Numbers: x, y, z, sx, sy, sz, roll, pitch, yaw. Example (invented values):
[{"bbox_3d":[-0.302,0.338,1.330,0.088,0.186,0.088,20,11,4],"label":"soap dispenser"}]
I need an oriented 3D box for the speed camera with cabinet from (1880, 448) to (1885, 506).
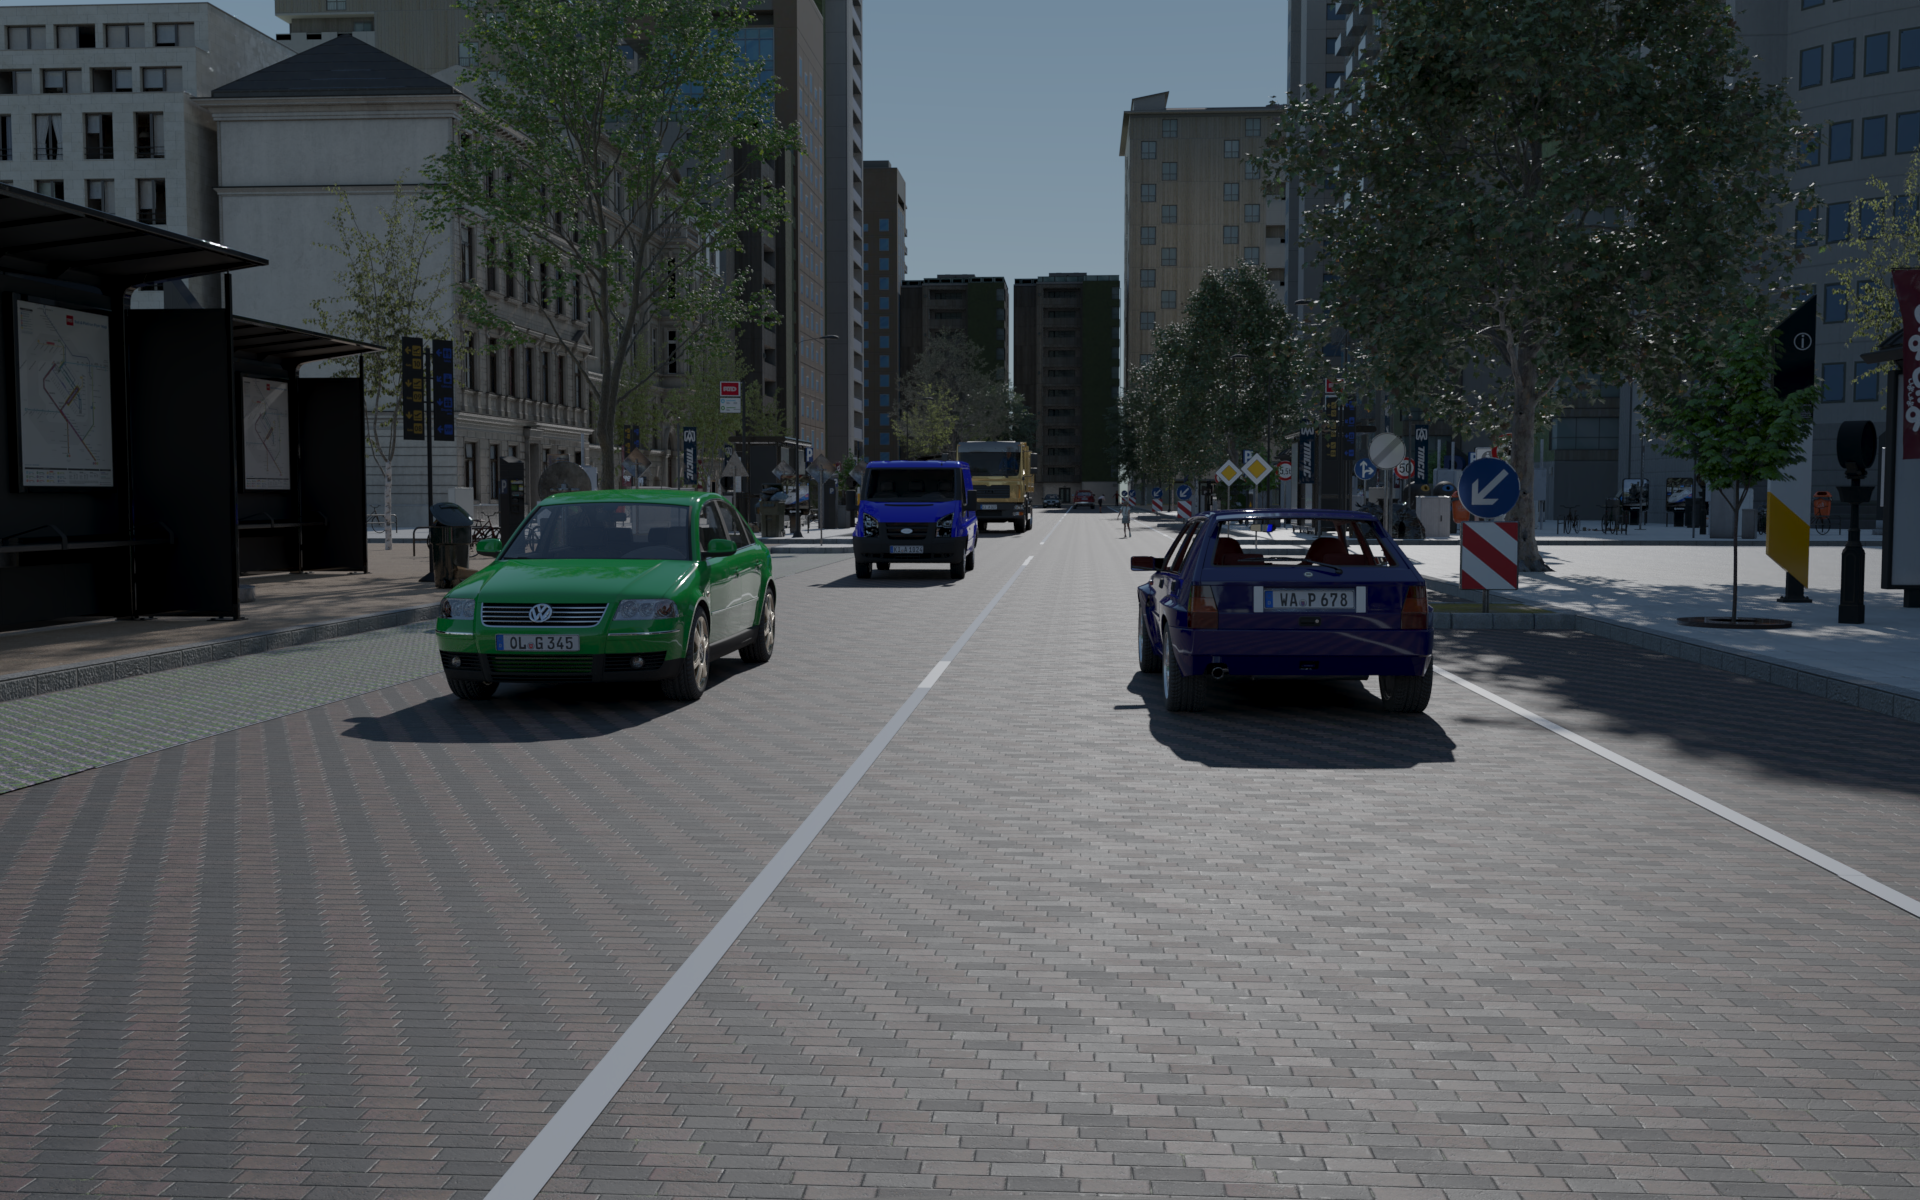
[{"bbox_3d":[18.212,-2.313,32.161,2.038,3.252,0.660,0,4,-8],"label":"speed camera with cabinet"}]

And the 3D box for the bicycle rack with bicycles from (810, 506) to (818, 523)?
[{"bbox_3d":[-6.371,-3.814,75.736,2.925,0.926,2.852,0,4,-6],"label":"bicycle rack with bicycles"}]

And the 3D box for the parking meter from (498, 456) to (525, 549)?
[{"bbox_3d":[-6.914,-1.288,26.769,0.255,1.863,0.399,-3,5,-39],"label":"parking meter"}]

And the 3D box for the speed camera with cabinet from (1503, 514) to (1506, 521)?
[{"bbox_3d":[19.045,-4.086,61.137,2.038,3.252,0.660,-2,4,-32],"label":"speed camera with cabinet"}]

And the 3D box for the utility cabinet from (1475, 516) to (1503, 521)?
[{"bbox_3d":[15.349,-2.498,49.518,1.173,1.500,0.318,3,4,37],"label":"utility cabinet"}]

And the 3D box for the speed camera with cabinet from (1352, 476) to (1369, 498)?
[{"bbox_3d":[20.785,-5.798,89.139,2.038,3.252,0.660,0,4,6],"label":"speed camera with cabinet"}]

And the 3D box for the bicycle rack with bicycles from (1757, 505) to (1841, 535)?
[{"bbox_3d":[26.187,-2.524,54.643,2.925,0.926,2.852,-2,4,-29],"label":"bicycle rack with bicycles"}]

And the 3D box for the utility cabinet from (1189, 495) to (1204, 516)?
[{"bbox_3d":[13.867,-5.517,101.366,0.306,1.237,1.020,-2,4,-35],"label":"utility cabinet"}]

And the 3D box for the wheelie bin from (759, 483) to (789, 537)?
[{"bbox_3d":[-5.558,-2.665,51.488,0.980,1.594,0.693,1,4,14],"label":"wheelie bin"}]

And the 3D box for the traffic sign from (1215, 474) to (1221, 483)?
[{"bbox_3d":[14.034,-5.674,92.881,0.768,2.556,0.104,1,4,9],"label":"traffic sign"}]

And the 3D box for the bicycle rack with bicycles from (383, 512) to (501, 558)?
[{"bbox_3d":[-9.786,-1.357,35.566,2.925,0.926,2.852,-3,5,-41],"label":"bicycle rack with bicycles"}]

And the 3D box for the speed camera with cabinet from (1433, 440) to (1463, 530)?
[{"bbox_3d":[17.606,-4.158,62.319,0.660,3.252,2.038,0,4,-1],"label":"speed camera with cabinet"}]

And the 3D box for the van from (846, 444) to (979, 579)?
[{"bbox_3d":[-0.742,-1.635,31.124,2.240,2.365,5.245,0,4,3],"label":"van"}]

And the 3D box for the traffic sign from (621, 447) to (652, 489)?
[{"bbox_3d":[-7.993,-2.547,42.823,0.795,2.450,0.064,1,4,9],"label":"traffic sign"}]

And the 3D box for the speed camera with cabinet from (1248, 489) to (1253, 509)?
[{"bbox_3d":[16.985,-6.540,101.270,0.660,3.252,2.038,2,4,34],"label":"speed camera with cabinet"}]

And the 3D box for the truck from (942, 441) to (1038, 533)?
[{"bbox_3d":[1.365,-4.295,66.142,3.469,3.379,9.791,0,4,5],"label":"truck"}]

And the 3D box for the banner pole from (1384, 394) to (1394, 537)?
[{"bbox_3d":[9.555,-2.972,38.617,0.401,3.779,0.863,2,4,29],"label":"banner pole"}]

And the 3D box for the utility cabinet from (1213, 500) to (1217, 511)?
[{"bbox_3d":[14.958,-5.360,98.794,1.020,1.237,0.306,-1,4,-9],"label":"utility cabinet"}]

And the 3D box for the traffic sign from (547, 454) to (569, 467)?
[{"bbox_3d":[-10.234,-2.570,44.153,0.606,2.300,0.079,1,4,12],"label":"traffic sign"}]

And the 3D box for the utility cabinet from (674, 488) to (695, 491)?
[{"bbox_3d":[-10.256,-3.333,63.178,1.173,1.500,0.318,2,4,25],"label":"utility cabinet"}]

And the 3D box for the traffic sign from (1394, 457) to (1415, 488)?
[{"bbox_3d":[15.228,-3.620,59.294,0.768,2.556,0.104,1,4,10],"label":"traffic sign"}]

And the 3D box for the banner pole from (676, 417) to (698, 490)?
[{"bbox_3d":[-8.955,-4.067,56.512,0.863,3.779,0.401,-2,4,-29],"label":"banner pole"}]

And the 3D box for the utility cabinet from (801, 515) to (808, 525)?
[{"bbox_3d":[-6.726,-3.785,70.565,1.173,1.500,0.318,-3,5,-43],"label":"utility cabinet"}]

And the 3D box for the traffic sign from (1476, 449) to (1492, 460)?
[{"bbox_3d":[11.646,-2.202,38.133,0.606,2.300,0.079,1,4,13],"label":"traffic sign"}]

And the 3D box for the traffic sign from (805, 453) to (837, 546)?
[{"bbox_3d":[-3.425,-2.395,42.793,0.795,2.450,0.064,0,4,4],"label":"traffic sign"}]

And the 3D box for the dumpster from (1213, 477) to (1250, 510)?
[{"bbox_3d":[11.443,-4.296,72.739,1.502,2.255,1.985,0,4,4],"label":"dumpster"}]

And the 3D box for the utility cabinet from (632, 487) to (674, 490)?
[{"bbox_3d":[-9.226,-2.639,51.824,1.173,1.500,0.318,-3,5,-44],"label":"utility cabinet"}]

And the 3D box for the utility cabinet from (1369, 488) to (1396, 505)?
[{"bbox_3d":[14.310,-3.061,58.723,0.318,1.500,1.173,-1,4,-19],"label":"utility cabinet"}]

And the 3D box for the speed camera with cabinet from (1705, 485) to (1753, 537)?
[{"bbox_3d":[23.505,-3.582,52.897,0.660,3.252,2.038,0,4,-1],"label":"speed camera with cabinet"}]

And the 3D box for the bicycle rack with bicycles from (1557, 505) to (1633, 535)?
[{"bbox_3d":[20.377,-2.580,55.565,2.852,0.926,2.925,2,4,27],"label":"bicycle rack with bicycles"}]

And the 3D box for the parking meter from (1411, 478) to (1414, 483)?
[{"bbox_3d":[16.626,-3.511,63.109,0.255,1.863,0.399,-2,4,-34],"label":"parking meter"}]

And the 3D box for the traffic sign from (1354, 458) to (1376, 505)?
[{"bbox_3d":[14.423,-3.767,61.691,0.768,2.556,0.104,1,4,8],"label":"traffic sign"}]

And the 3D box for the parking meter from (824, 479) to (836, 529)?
[{"bbox_3d":[-4.760,-3.525,63.351,0.399,1.863,0.255,-3,5,-44],"label":"parking meter"}]

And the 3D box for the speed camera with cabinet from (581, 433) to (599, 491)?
[{"bbox_3d":[-11.985,-3.760,55.814,0.660,3.252,2.038,-1,4,-10],"label":"speed camera with cabinet"}]

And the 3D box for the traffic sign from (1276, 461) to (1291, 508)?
[{"bbox_3d":[12.438,-4.047,66.270,0.768,2.556,0.104,1,4,9],"label":"traffic sign"}]

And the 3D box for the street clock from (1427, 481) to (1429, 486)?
[{"bbox_3d":[24.243,-5.235,90.170,0.358,2.002,0.471,1,4,22],"label":"street clock"}]

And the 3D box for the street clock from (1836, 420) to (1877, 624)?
[{"bbox_3d":[8.842,-0.768,17.120,0.471,2.002,0.358,-3,5,-44],"label":"street clock"}]

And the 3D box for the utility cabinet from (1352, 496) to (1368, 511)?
[{"bbox_3d":[15.124,-3.340,65.776,0.306,1.237,1.020,-1,4,-14],"label":"utility cabinet"}]

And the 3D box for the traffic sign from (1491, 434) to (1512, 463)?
[{"bbox_3d":[11.443,-2.201,36.084,0.768,2.556,0.104,1,4,11],"label":"traffic sign"}]

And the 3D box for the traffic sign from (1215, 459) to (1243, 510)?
[{"bbox_3d":[7.752,-2.835,49.992,0.795,2.450,0.064,0,4,4],"label":"traffic sign"}]

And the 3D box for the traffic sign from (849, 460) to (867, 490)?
[{"bbox_3d":[-2.864,-2.882,50.758,0.795,2.450,0.064,0,4,4],"label":"traffic sign"}]

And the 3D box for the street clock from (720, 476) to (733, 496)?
[{"bbox_3d":[-9.235,-3.909,68.476,0.471,2.002,0.358,-1,4,-20],"label":"street clock"}]

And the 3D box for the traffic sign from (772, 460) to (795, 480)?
[{"bbox_3d":[-5.943,-3.495,58.321,0.795,2.450,0.064,0,4,5],"label":"traffic sign"}]

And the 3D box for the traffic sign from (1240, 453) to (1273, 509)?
[{"bbox_3d":[7.191,-2.348,42.027,0.795,2.450,0.064,0,4,4],"label":"traffic sign"}]

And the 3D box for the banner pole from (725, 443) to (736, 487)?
[{"bbox_3d":[-10.193,-5.338,77.290,0.863,3.779,0.401,2,4,34],"label":"banner pole"}]

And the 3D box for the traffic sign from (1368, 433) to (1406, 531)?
[{"bbox_3d":[8.847,-2.193,35.969,0.768,2.556,0.104,0,4,6],"label":"traffic sign"}]

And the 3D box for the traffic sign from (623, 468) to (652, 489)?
[{"bbox_3d":[-9.462,-3.110,50.845,0.884,2.594,0.081,1,4,9],"label":"traffic sign"}]

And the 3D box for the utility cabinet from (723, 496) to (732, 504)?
[{"bbox_3d":[-8.195,-2.941,59.245,0.306,1.237,1.020,2,4,27],"label":"utility cabinet"}]

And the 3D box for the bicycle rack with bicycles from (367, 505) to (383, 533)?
[{"bbox_3d":[-19.903,-2.636,56.481,2.852,0.926,2.925,2,4,30],"label":"bicycle rack with bicycles"}]

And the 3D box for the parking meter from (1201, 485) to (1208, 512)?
[{"bbox_3d":[16.558,-6.819,117.205,0.399,1.863,0.255,-1,4,-14],"label":"parking meter"}]

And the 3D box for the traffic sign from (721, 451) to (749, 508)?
[{"bbox_3d":[-6.796,-3.195,52.238,0.884,2.594,0.081,1,4,11],"label":"traffic sign"}]

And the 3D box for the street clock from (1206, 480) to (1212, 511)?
[{"bbox_3d":[13.185,-5.336,91.816,0.358,2.002,0.471,1,4,9],"label":"street clock"}]

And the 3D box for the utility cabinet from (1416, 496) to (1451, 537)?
[{"bbox_3d":[14.183,-2.492,51.912,1.020,1.237,0.306,-1,4,-18],"label":"utility cabinet"}]

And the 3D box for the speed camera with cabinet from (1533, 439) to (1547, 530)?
[{"bbox_3d":[20.817,-4.207,63.128,0.660,3.252,2.038,0,4,4],"label":"speed camera with cabinet"}]

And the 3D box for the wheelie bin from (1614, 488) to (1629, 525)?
[{"bbox_3d":[28.032,-3.989,73.126,0.693,1.594,0.980,0,4,5],"label":"wheelie bin"}]

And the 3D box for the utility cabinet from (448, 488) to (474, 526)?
[{"bbox_3d":[-17.517,-3.185,60.761,0.318,1.500,1.173,1,4,15],"label":"utility cabinet"}]

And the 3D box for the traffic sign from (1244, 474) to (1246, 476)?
[{"bbox_3d":[17.195,-6.340,103.759,0.768,2.556,0.104,1,4,10],"label":"traffic sign"}]

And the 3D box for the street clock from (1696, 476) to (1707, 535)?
[{"bbox_3d":[23.503,-3.068,54.733,0.471,2.002,0.358,2,4,27],"label":"street clock"}]

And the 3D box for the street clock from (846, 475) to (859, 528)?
[{"bbox_3d":[-4.127,-3.783,66.428,0.471,2.002,0.358,1,4,12],"label":"street clock"}]
